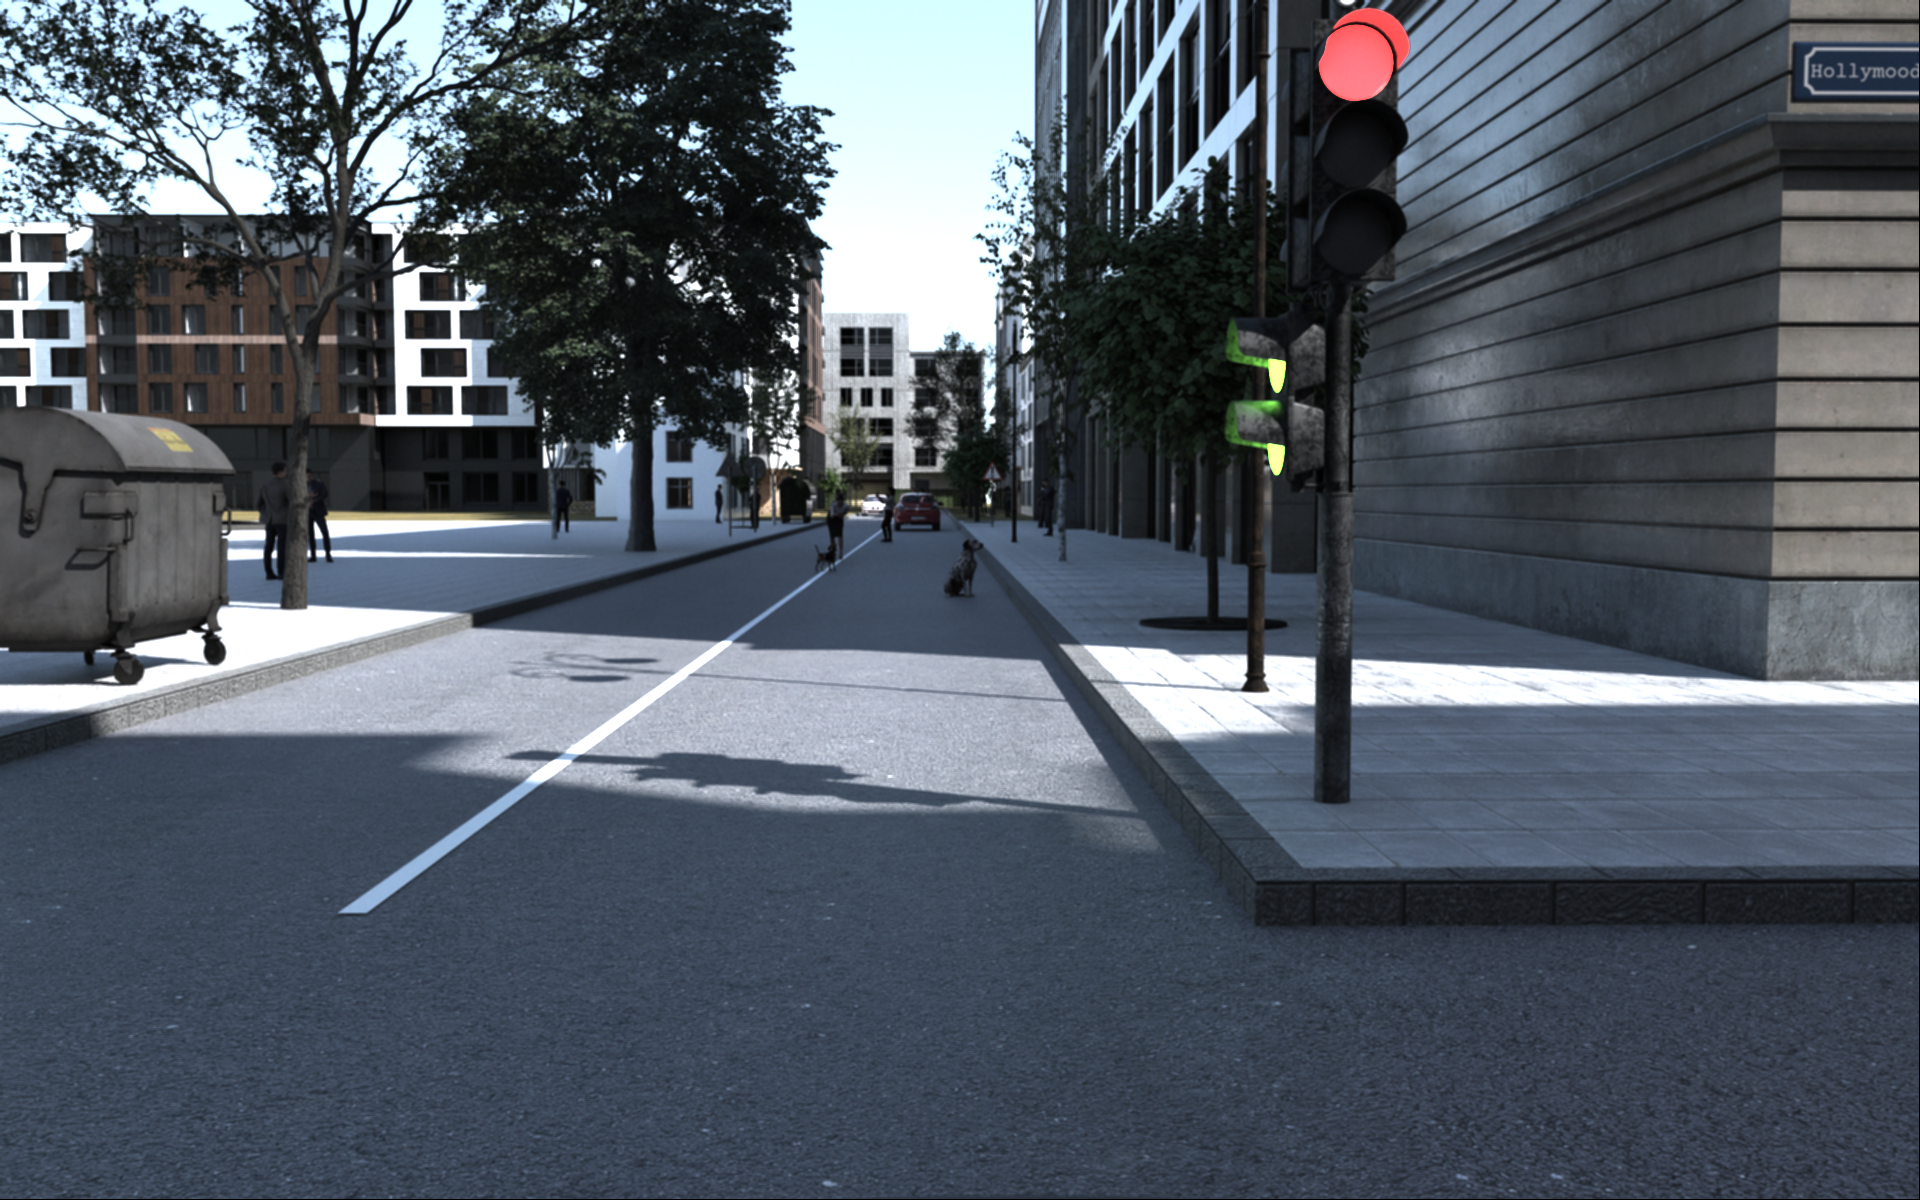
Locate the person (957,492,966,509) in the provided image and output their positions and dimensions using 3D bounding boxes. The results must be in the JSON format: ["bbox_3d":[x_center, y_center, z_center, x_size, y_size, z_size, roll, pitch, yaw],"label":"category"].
[{"bbox_3d":[0.264,-8.983,152.921,0.705,1.823,1.348,3,5,44],"label":"person"}]

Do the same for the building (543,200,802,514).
[{"bbox_3d":[-18.782,-15.884,116.131,16.016,20.091,11.380,0,4,-1],"label":"building"}]

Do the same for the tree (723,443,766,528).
[{"bbox_3d":[-8.141,-4.363,65.931,1.663,3.219,1.824,0,3,0],"label":"tree"}]

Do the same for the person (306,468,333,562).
[{"bbox_3d":[-12.139,-1.595,32.564,0.683,1.767,0.568,0,4,-4],"label":"person"}]

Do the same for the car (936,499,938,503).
[{"bbox_3d":[-2.910,-8.584,152.925,1.945,1.354,3.894,0,4,-2],"label":"car"}]

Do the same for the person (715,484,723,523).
[{"bbox_3d":[-10.592,-4.232,76.152,0.530,1.710,0.541,2,4,25],"label":"person"}]

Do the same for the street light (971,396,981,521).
[{"bbox_3d":[0.767,-6.651,81.528,0.468,5.910,1.993,0,4,-1],"label":"street light"}]

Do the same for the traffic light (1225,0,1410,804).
[{"bbox_3d":[1.537,-1.094,7.130,0.839,4.213,0.868,0,4,-1],"label":"traffic light"}]

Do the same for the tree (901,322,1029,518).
[{"bbox_3d":[0.243,-9.774,94.224,7.601,10.594,8.767,0,4,1],"label":"tree"}]

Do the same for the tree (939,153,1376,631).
[{"bbox_3d":[2.522,-2.030,16.908,4.285,4.588,4.351,0,3,0],"label":"tree"}]

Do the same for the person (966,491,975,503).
[{"bbox_3d":[0.712,-6.679,115.208,0.705,1.831,1.348,-2,4,-28],"label":"person"}]

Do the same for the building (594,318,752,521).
[{"bbox_3d":[-16.011,-9.447,96.607,9.099,9.664,28.070,0,4,-1],"label":"building"}]

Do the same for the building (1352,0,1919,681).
[{"bbox_3d":[22.359,-12.076,16.520,34.723,24.649,14.460,0,4,-1],"label":"building"}]

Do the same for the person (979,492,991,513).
[{"bbox_3d":[1.668,-6.865,118.995,1.217,1.735,0.721,1,4,13],"label":"person"}]

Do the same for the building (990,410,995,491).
[{"bbox_3d":[17.040,-14.229,174.786,28.070,9.664,9.099,0,4,-1],"label":"building"}]

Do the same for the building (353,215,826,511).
[{"bbox_3d":[-27.905,-18.161,140.902,32.646,21.610,27.936,0,4,-1],"label":"building"}]

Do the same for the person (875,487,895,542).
[{"bbox_3d":[-2.234,-2.565,51.890,0.566,1.644,0.517,3,4,38],"label":"person"}]

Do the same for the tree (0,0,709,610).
[{"bbox_3d":[-7.262,-5.154,18.684,8.767,10.594,7.601,-2,4,-32],"label":"tree"}]

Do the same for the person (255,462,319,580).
[{"bbox_3d":[-10.117,-1.192,26.062,0.617,1.759,0.750,2,4,34],"label":"person"}]

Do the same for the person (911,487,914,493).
[{"bbox_3d":[-2.359,-4.676,85.490,0.617,1.759,0.750,1,4,12],"label":"person"}]

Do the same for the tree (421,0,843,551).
[{"bbox_3d":[-7.239,-8.082,38.797,9.857,13.997,8.962,0,3,0],"label":"tree"}]

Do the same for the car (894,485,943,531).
[{"bbox_3d":[-1.726,-3.664,68.950,2.155,1.783,4.494,0,4,-3],"label":"car"}]

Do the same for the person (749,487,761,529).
[{"bbox_3d":[-7.614,-3.427,64.340,0.388,1.546,0.482,-3,5,-41],"label":"person"}]

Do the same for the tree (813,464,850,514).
[{"bbox_3d":[-8.504,-7.487,117.006,1.663,3.219,1.824,0,3,0],"label":"tree"}]

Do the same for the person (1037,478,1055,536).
[{"bbox_3d":[2.625,-2.853,53.130,0.568,1.767,0.683,-1,4,-20],"label":"person"}]

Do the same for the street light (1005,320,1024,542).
[{"bbox_3d":[1.452,-4.487,46.149,0.468,5.910,1.993,0,4,-1],"label":"street light"}]

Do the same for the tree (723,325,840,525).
[{"bbox_3d":[-7.661,-7.378,70.998,4.737,8.622,4.395,0,3,0],"label":"tree"}]

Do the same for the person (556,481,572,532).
[{"bbox_3d":[-13.421,-3.164,58.471,0.576,1.737,0.504,-2,4,-26],"label":"person"}]

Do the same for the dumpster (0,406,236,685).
[{"bbox_3d":[-6.094,-0.397,12.248,1.264,1.857,1.865,0,4,-1],"label":"dumpster"}]

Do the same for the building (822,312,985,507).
[{"bbox_3d":[-13.435,-18.981,176.790,31.486,18.905,16.747,0,4,-1],"label":"building"}]

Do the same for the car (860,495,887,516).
[{"bbox_3d":[-5.514,-6.242,114.410,2.083,1.381,4.827,0,4,-1],"label":"car"}]

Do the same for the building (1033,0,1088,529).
[{"bbox_3d":[9.673,-15.566,72.534,12.078,24.808,19.932,0,4,-1],"label":"building"}]

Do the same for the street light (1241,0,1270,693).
[{"bbox_3d":[1.922,-2.343,11.092,0.468,5.910,1.993,0,4,-1],"label":"street light"}]

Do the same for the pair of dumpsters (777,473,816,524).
[{"bbox_3d":[-7.284,-4.563,77.105,1.574,2.255,4.436,0,4,-1],"label":"pair of dumpsters"}]

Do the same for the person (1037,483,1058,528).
[{"bbox_3d":[3.319,-3.593,65.596,0.742,1.727,0.445,0,4,-8],"label":"person"}]

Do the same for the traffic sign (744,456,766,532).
[{"bbox_3d":[-6.881,-3.548,58.110,0.768,2.556,0.104,0,4,6],"label":"traffic sign"}]

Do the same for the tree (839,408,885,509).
[{"bbox_3d":[-8.772,-12.190,149.669,4.360,8.622,3.978,0,3,0],"label":"tree"}]

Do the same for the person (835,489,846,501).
[{"bbox_3d":[-5.354,-4.148,77.784,0.517,1.644,0.566,0,4,-4],"label":"person"}]

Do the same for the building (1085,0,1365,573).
[{"bbox_3d":[14.360,-14.668,44.340,19.350,26.468,34.151,0,4,-1],"label":"building"}]

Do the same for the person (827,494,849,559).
[{"bbox_3d":[-2.687,-1.605,37.929,0.799,1.438,0.628,3,5,45],"label":"person"}]

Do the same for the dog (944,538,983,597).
[{"bbox_3d":[0.017,-0.462,24.388,0.513,0.831,0.800,-1,4,-8],"label":"dog"}]

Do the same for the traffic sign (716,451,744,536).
[{"bbox_3d":[-6.964,-3.207,52.431,0.884,2.594,0.081,0,4,4],"label":"traffic sign"}]

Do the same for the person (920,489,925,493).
[{"bbox_3d":[-2.297,-5.657,101.668,0.721,1.739,1.217,0,4,-3],"label":"person"}]

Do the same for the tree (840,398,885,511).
[{"bbox_3d":[-8.204,-11.160,132.827,4.737,8.622,4.395,0,3,0],"label":"tree"}]

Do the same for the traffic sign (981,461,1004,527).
[{"bbox_3d":[1.264,-4.127,67.481,0.884,2.594,0.081,0,4,2],"label":"traffic sign"}]

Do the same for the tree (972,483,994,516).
[{"bbox_3d":[1.434,-6.494,100.780,1.663,3.219,1.824,0,3,0],"label":"tree"}]

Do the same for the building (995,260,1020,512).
[{"bbox_3d":[11.801,-16.717,139.777,16.747,18.905,31.486,0,4,-1],"label":"building"}]

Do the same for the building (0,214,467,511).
[{"bbox_3d":[-60.549,-18.140,140.557,32.646,21.610,27.936,0,4,-1],"label":"building"}]

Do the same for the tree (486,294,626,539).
[{"bbox_3d":[-11.381,-6.036,49.046,4.360,8.622,3.978,0,3,0],"label":"tree"}]

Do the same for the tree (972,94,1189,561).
[{"bbox_3d":[2.181,-5.058,33.063,4.737,8.622,4.395,0,3,0],"label":"tree"}]

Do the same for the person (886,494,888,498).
[{"bbox_3d":[-5.236,-6.934,125.124,0.557,1.426,1.065,1,4,22],"label":"person"}]

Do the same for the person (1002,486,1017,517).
[{"bbox_3d":[2.690,-5.397,95.009,0.721,1.735,1.217,3,5,42],"label":"person"}]

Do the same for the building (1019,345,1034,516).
[{"bbox_3d":[8.567,-9.523,97.852,9.099,9.664,28.070,0,4,-1],"label":"building"}]

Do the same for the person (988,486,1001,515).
[{"bbox_3d":[2.065,-6.163,106.820,0.705,1.822,1.348,2,4,33],"label":"person"}]

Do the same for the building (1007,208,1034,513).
[{"bbox_3d":[11.317,-16.019,118.336,16.016,20.091,11.380,0,4,-1],"label":"building"}]

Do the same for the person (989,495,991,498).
[{"bbox_3d":[2.559,-8.051,137.759,0.705,1.814,1.350,1,4,17],"label":"person"}]
